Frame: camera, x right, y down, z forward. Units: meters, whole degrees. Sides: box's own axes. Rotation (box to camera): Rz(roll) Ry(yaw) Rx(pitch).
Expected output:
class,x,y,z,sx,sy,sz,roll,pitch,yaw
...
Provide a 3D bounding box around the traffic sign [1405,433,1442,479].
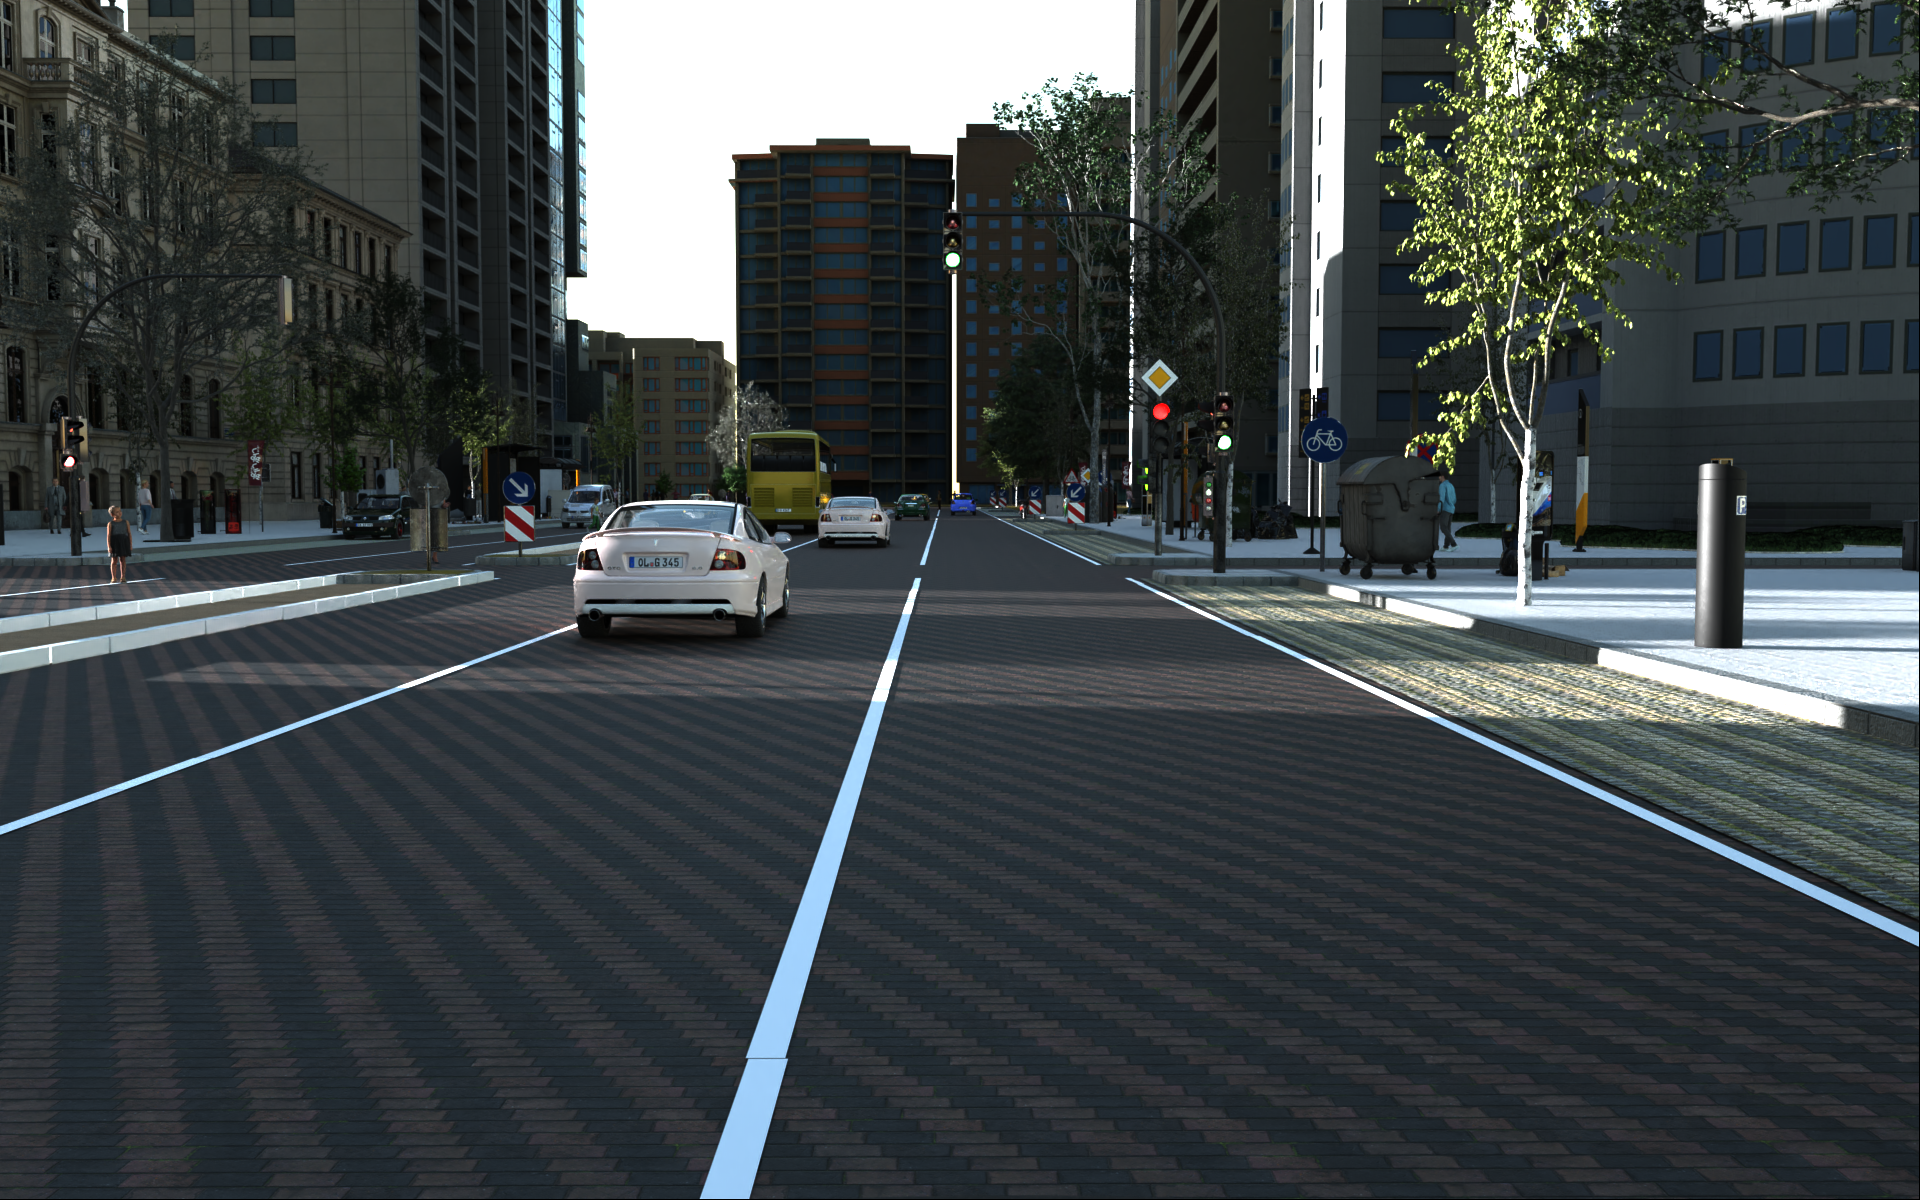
class,x,y,z,sx,sy,sz,roll,pitch,yaw
traffic sign,9.663,-2.207,36.195,0.768,2.556,0.104,0,4,4

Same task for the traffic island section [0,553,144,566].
class,x,y,z,sx,sy,sz,roll,pitch,yaw
traffic island section,-18.379,-0.839,35.992,2.009,0.180,2.903,0,4,-1

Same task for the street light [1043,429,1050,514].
class,x,y,z,sx,sy,sz,roll,pitch,yaw
street light,5.488,-8.435,110.707,0.468,5.910,1.993,0,4,-1

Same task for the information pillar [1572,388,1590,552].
class,x,y,z,sx,sy,sz,roll,pitch,yaw
information pillar,13.746,-2.868,38.249,0.183,3.616,0.504,0,3,0

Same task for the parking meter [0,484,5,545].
class,x,y,z,sx,sy,sz,roll,pitch,yaw
parking meter,-24.107,-2.132,43.276,0.372,1.533,0.369,0,3,0

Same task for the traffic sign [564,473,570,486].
class,x,y,z,sx,sy,sz,roll,pitch,yaw
traffic sign,-23.567,-6.291,102.966,0.768,2.556,0.104,0,4,7

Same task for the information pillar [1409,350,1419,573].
class,x,y,z,sx,sy,sz,roll,pitch,yaw
information pillar,7.350,-2.247,28.095,0.183,3.616,0.504,1,4,10

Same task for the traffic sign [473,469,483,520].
class,x,y,z,sx,sy,sz,roll,pitch,yaw
traffic sign,-23.413,-5.188,84.820,0.884,2.594,0.081,1,4,9

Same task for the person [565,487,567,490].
class,x,y,z,sx,sy,sz,roll,pitch,yaw
person,-29.463,-7.553,129.629,0.705,1.812,1.348,-1,4,-14

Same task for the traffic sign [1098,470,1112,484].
class,x,y,z,sx,sy,sz,roll,pitch,yaw
traffic sign,7.557,-5.535,90.608,0.768,2.556,0.104,0,4,3

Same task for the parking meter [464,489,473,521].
class,x,y,z,sx,sy,sz,roll,pitch,yaw
parking meter,-23.852,-4.627,84.069,0.372,1.533,0.369,0,3,0

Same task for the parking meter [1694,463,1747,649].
class,x,y,z,sx,sy,sz,roll,pitch,yaw
parking meter,6.376,-0.373,14.517,0.372,1.533,0.369,0,3,0

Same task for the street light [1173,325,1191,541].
class,x,y,z,sx,sy,sz,roll,pitch,yaw
street light,6.106,-4.569,47.496,0.468,5.910,1.993,0,4,-1

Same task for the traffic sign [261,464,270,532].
class,x,y,z,sx,sy,sz,roll,pitch,yaw
traffic sign,-23.629,-3.455,58.624,0.606,2.300,0.079,1,4,8

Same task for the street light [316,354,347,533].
class,x,y,z,sx,sy,sz,roll,pitch,yaw
street light,-20.557,-5.136,56.763,0.468,5.910,1.993,0,4,-1

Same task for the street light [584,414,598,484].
class,x,y,z,sx,sy,sz,roll,pitch,yaw
street light,-20.965,-7.693,98.573,0.468,5.910,1.993,0,4,-1

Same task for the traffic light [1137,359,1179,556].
class,x,y,z,sx,sy,sz,roll,pitch,yaw
traffic light,4.121,-2.884,36.074,0.839,4.253,0.868,0,4,-1

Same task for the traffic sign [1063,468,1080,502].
class,x,y,z,sx,sy,sz,roll,pitch,yaw
traffic sign,5.562,-5.271,86.190,0.884,2.594,0.081,1,4,9

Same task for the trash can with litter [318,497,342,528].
class,x,y,z,sx,sy,sz,roll,pitch,yaw
trash can with litter,-23.439,-3.264,64.751,1.055,1.170,0.624,0,4,-7

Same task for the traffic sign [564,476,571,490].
class,x,y,z,sx,sy,sz,roll,pitch,yaw
traffic sign,-23.715,-6.340,103.764,0.768,2.556,0.104,0,4,1

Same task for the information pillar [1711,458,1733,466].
class,x,y,z,sx,sy,sz,roll,pitch,yaw
information pillar,15.752,-1.919,35.865,0.304,2.012,0.304,-1,4,-10

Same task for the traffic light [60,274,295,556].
class,x,y,z,sx,sy,sz,roll,pitch,yaw
traffic light,-16.248,-3.746,35.912,4.771,5.953,1.251,0,4,-1

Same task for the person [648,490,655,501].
class,x,y,z,sx,sy,sz,roll,pitch,yaw
person,-30.943,-10.256,174.447,0.721,1.735,1.217,2,4,32

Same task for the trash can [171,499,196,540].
class,x,y,z,sx,sy,sz,roll,pitch,yaw
trash can,-21.900,-2.269,48.746,0.748,1.137,0.748,0,3,0

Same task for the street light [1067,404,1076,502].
class,x,y,z,sx,sy,sz,roll,pitch,yaw
street light,5.756,-7.139,89.502,0.468,5.910,1.993,0,4,-1

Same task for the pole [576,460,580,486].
class,x,y,z,sx,sy,sz,roll,pitch,yaw
pole,-22.713,-6.676,103.002,0.158,3.312,0.155,0,3,0

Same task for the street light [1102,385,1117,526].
class,x,y,z,sx,sy,sz,roll,pitch,yaw
street light,5.917,-5.863,68.644,0.468,5.910,1.993,0,4,-1

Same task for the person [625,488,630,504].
class,x,y,z,sx,sy,sz,roll,pitch,yaw
person,-30.108,-9.226,156.875,0.705,1.826,1.348,-1,4,-16

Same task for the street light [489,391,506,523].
class,x,y,z,sx,sy,sz,roll,pitch,yaw
street light,-20.762,-6.427,77.869,0.468,5.910,1.993,0,4,-1

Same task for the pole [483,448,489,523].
class,x,y,z,sx,sy,sz,roll,pitch,yaw
pole,-20.896,-5.042,76.278,0.158,3.312,0.155,0,3,0

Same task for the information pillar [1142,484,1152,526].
class,x,y,z,sx,sy,sz,roll,pitch,yaw
information pillar,7.489,-3.969,69.390,0.304,2.012,0.304,-3,5,-44

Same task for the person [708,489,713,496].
class,x,y,z,sx,sy,sz,roll,pitch,yaw
person,-26.151,-10.688,180.752,0.705,1.831,1.348,2,4,28

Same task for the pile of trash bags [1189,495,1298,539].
class,x,y,z,sx,sy,sz,roll,pitch,yaw
pile of trash bags,8.180,-2.490,50.465,3.447,1.369,1.912,3,5,40

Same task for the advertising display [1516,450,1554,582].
class,x,y,z,sx,sy,sz,roll,pitch,yaw
advertising display,8.513,-1.250,25.650,0.123,1.923,0.974,3,5,44

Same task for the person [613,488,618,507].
class,x,y,z,sx,sy,sz,roll,pitch,yaw
person,-25.117,-7.273,125.895,0.756,1.711,0.436,1,4,10

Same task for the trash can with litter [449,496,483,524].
class,x,y,z,sx,sy,sz,roll,pitch,yaw
trash can with litter,-21.517,-3.885,74.569,2.233,1.210,1.678,-2,4,-26

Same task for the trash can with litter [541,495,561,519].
class,x,y,z,sx,sy,sz,roll,pitch,yaw
trash can with litter,-21.203,-4.835,90.115,1.678,1.210,2.233,0,4,0

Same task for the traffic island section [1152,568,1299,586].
class,x,y,z,sx,sy,sz,roll,pitch,yaw
traffic island section,4.233,-0.362,28.204,2.009,0.180,2.903,0,4,-1

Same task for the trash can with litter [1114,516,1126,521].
class,x,y,z,sx,sy,sz,roll,pitch,yaw
trash can with litter,7.636,-4.765,88.962,2.233,1.210,1.678,-1,4,-22

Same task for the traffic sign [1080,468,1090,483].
class,x,y,z,sx,sy,sz,roll,pitch,yaw
traffic sign,6.413,-5.305,86.465,0.795,2.593,0.064,0,4,2

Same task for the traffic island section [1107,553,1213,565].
class,x,y,z,sx,sy,sz,roll,pitch,yaw
traffic island section,4.162,-0.851,36.188,2.009,0.180,2.903,0,4,-1

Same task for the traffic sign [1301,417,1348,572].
class,x,y,z,sx,sy,sz,roll,pitch,yaw
traffic sign,6.000,-1.743,28.606,0.768,2.556,0.104,0,4,1

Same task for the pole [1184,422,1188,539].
class,x,y,z,sx,sy,sz,roll,pitch,yaw
pole,6.350,-3.370,48.949,0.158,3.312,0.155,0,3,0

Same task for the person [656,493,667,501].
class,x,y,z,sx,sy,sz,roll,pitch,yaw
person,-25.670,-8.765,149.368,0.705,1.821,1.348,2,4,34

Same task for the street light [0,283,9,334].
class,x,y,z,sx,sy,sz,roll,pitch,yaw
street light,-20.394,-3.871,36.083,0.468,5.910,1.993,0,4,-1

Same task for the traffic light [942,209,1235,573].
class,x,y,z,sx,sy,sz,roll,pitch,yaw
traffic light,2.102,-3.258,27.929,4.771,5.953,1.251,0,4,-1
